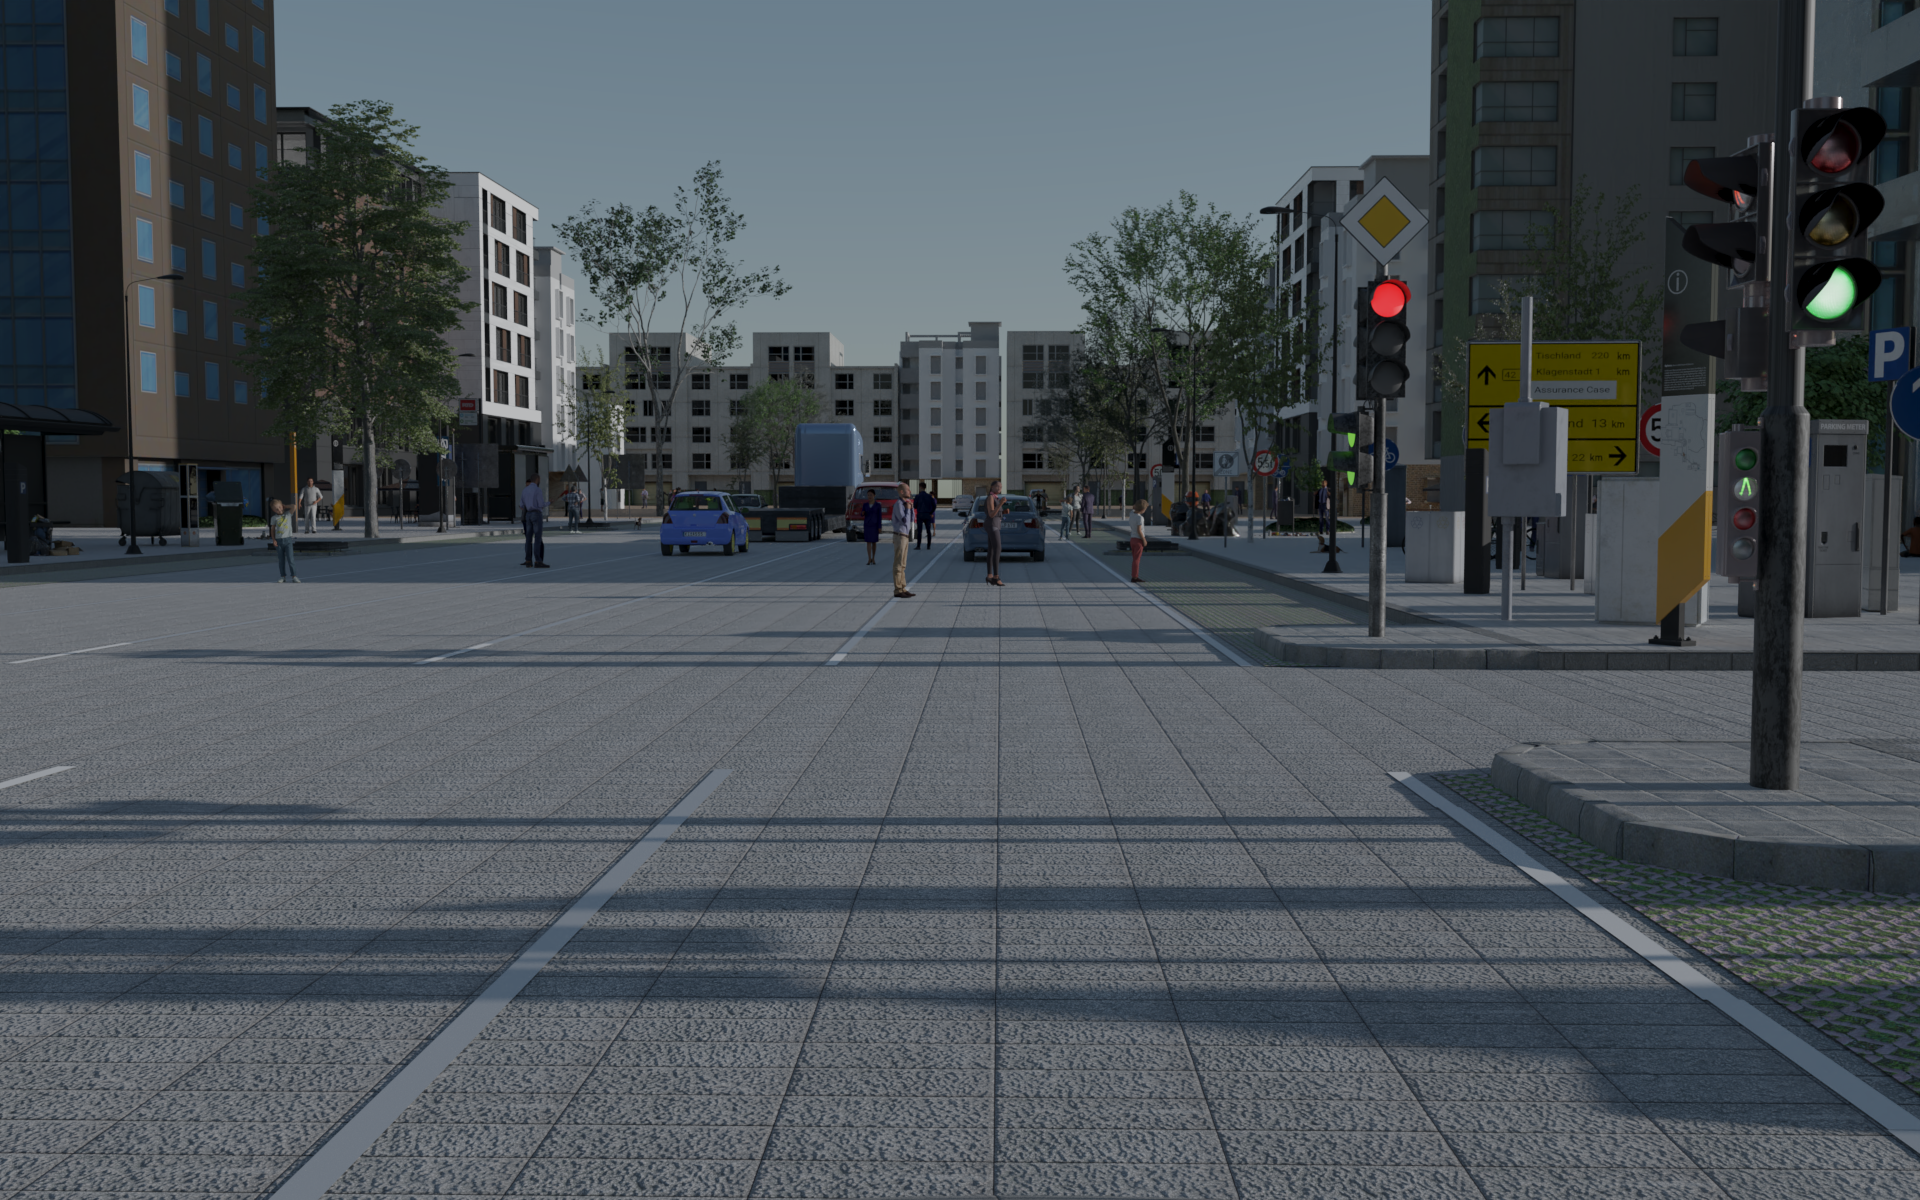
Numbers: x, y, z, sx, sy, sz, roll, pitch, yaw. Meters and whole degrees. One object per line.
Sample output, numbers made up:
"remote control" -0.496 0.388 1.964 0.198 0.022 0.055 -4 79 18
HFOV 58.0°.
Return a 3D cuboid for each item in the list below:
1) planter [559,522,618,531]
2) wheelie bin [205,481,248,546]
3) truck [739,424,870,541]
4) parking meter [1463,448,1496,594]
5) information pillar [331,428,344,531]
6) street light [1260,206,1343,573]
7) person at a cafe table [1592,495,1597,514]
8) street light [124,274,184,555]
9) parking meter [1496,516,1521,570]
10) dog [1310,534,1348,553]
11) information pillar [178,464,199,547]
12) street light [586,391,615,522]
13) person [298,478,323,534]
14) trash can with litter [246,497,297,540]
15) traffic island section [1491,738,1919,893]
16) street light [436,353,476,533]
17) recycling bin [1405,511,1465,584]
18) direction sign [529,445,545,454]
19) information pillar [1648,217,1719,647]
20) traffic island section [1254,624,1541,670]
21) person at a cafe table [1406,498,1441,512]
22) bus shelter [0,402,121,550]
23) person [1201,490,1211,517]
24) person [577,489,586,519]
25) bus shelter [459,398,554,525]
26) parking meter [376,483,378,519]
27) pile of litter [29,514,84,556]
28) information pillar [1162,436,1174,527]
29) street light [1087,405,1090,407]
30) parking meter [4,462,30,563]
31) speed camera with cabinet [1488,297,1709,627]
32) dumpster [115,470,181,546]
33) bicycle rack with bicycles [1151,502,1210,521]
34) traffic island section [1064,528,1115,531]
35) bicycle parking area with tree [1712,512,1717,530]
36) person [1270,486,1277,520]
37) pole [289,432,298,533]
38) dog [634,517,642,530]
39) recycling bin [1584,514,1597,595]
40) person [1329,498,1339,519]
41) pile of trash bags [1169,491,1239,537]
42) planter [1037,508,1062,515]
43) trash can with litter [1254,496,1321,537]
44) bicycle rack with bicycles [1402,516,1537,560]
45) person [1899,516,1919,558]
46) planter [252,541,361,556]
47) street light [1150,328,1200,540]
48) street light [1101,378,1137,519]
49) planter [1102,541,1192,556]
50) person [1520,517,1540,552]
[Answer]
"planter" -14.596 -2.892 68.417 1.991 0.319 1.994 0 4 1
"wheelie bin" -18.261 -2.154 43.128 0.980 1.594 0.693 -2 4 -32
"truck" -5.313 -4.311 60.240 2.967 4.110 18.799 0 4 2
"parking meter" 6.672 -1.015 22.305 0.255 1.863 0.399 2 4 32
"information pillar" -21.897 -4.255 60.917 0.183 3.616 0.504 2 4 24
"street light" 5.534 -3.398 28.105 1.470 5.913 1.316 0 4 1
"person at a cafe table" 25.384 -3.668 68.485 1.698 1.524 1.622 0 4 2
"street light" -17.069 -3.925 36.715 1.470 5.913 1.316 0 4 1
"parking meter" 9.379 -1.458 29.552 0.399 1.863 0.255 2 4 34
"dog" 7.990 -1.209 37.508 0.550 0.427 0.748 -3 5 -41
"information pillar" -18.701 -2.295 42.013 0.304 2.012 0.304 2 4 25
"street light" -16.156 -6.442 77.861 1.470 5.913 1.316 0 4 1
"person" -20.897 -3.024 55.631 0.875 1.805 0.789 -2 4 -24
"trash can with litter" -19.794 -2.340 49.316 1.678 1.210 2.233 -1 4 -9
"traffic island section" 3.587 0.897 7.620 2.009 0.180 2.903 0 4 1
"street light" -16.646 -5.179 57.223 1.470 5.913 1.316 0 4 1
"recycling bin" 6.915 -0.773 25.196 0.722 1.027 0.722 2 4 28
"direction sign" -19.535 -5.392 80.150 0.876 3.537 0.379 2 4 24
"information pillar" 6.094 -1.418 14.546 0.183 3.616 0.504 -2 4 -28
"traffic island section" 3.776 0.408 15.603 2.009 0.180 2.903 0 4 1
"person at a cafe table" 16.604 -3.401 64.124 1.698 1.524 1.622 -3 4 -36
"bus shelter" -21.072 -2.735 38.648 2.014 3.302 5.546 0 4 1
"person" 12.768 -4.939 89.488 0.574 1.496 0.600 1 4 14
"person" -19.358 -4.903 88.417 0.614 1.554 0.590 1 4 21
"bus shelter" -19.833 -5.971 75.264 2.179 5.291 8.768 0 4 1
"parking meter" -19.497 -3.167 57.489 0.255 1.863 0.399 0 4 -2
"pile of litter" -19.078 -1.379 36.507 1.176 0.858 1.719 0 4 0
"information pillar" 8.075 -4.634 67.117 0.504 3.616 0.183 0 4 -1
"street light" 6.952 -7.175 89.857 1.470 5.913 1.316 0 4 1
"parking meter" -17.559 -1.624 32.258 0.255 1.863 0.399 0 4 -2
"speed camera with cabinet" 6.381 -1.404 17.295 2.038 3.252 0.660 2 4 30
"dumpster" -20.116 -2.295 43.278 1.264 1.857 1.865 0 4 1
"bicycle rack with bicycles" 10.165 -3.839 76.144 2.852 0.926 2.925 -3 5 -39
"traffic island section" 5.004 -2.746 67.769 1.991 0.108 1.994 0 4 1
"bicycle parking area with tree" 28.159 -4.640 62.859 9.016 4.147 8.231 1 4 17
"person" 15.843 -4.897 87.030 0.530 1.710 0.541 1 4 10
"pole" -21.862 -3.852 56.828 0.158 3.312 0.155 0 3 0
"dog" -12.885 -3.061 69.337 0.540 0.507 0.406 1 4 20
"recycling bin" 8.408 -0.579 22.028 0.722 1.027 0.722 0 4 2
"person" 16.748 -4.164 77.365 0.726 1.435 0.776 -1 4 -21
"pile of trash bags" 7.403 -2.675 53.489 1.912 1.369 3.447 0 4 -4
"planter" 6.183 -5.887 117.388 1.991 0.319 1.994 0 4 1
"trash can with litter" 10.218 -2.541 52.606 2.233 1.210 1.678 2 4 33
"bicycle rack with bicycles" 10.015 -1.258 33.946 2.925 0.926 2.852 0 4 7
"person" 19.307 -1.272 35.122 0.859 0.850 0.655 0 4 -1
"planter" -15.251 -1.197 40.707 1.991 0.319 1.994 0 4 1
"street light" 6.013 -4.645 48.494 1.470 5.913 1.316 0 4 1
"street light" 6.485 -5.922 69.360 1.470 5.913 1.316 0 4 1
"planter" 4.367 -1.204 40.826 1.991 0.319 1.994 0 4 1
"person" 12.751 -1.936 38.634 0.756 1.711 0.436 2 4 34
